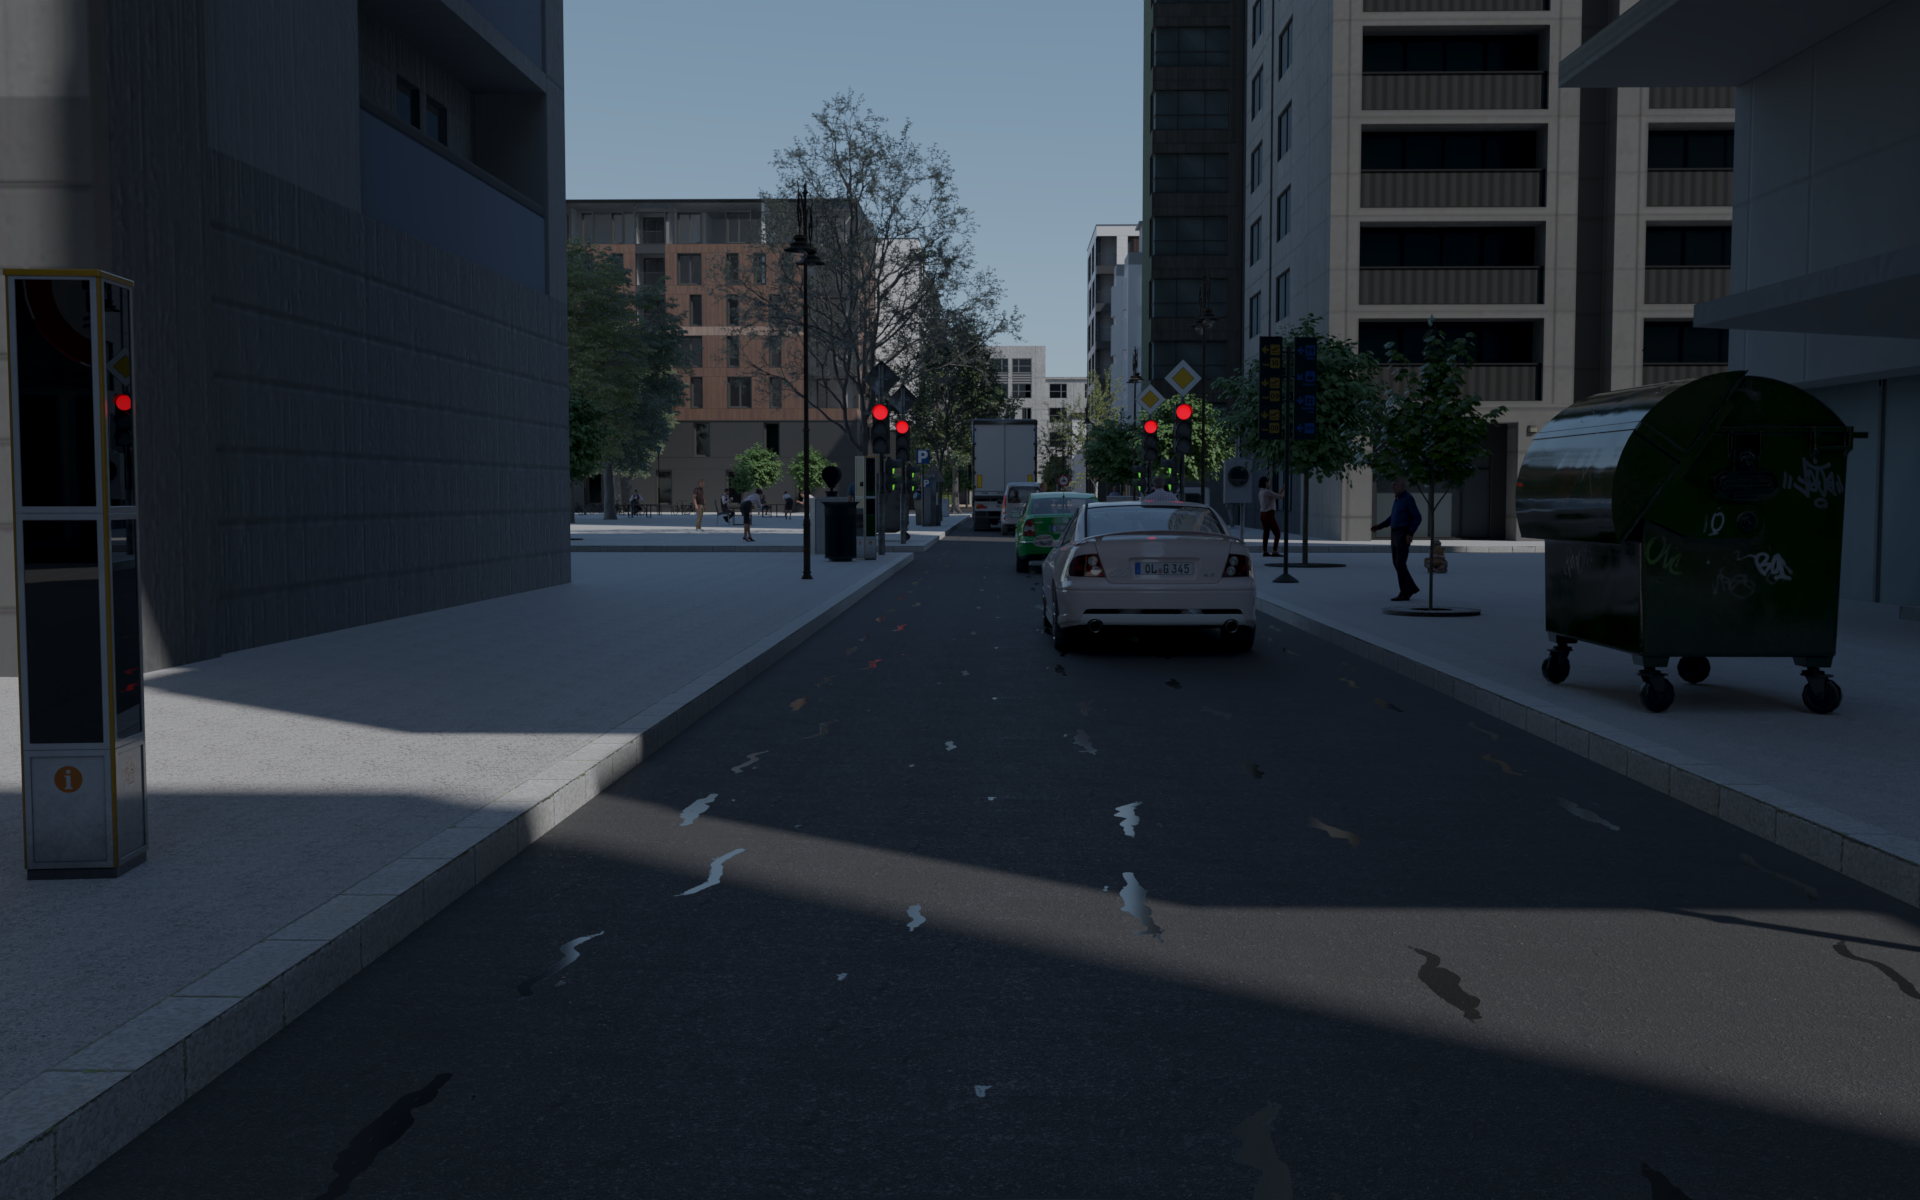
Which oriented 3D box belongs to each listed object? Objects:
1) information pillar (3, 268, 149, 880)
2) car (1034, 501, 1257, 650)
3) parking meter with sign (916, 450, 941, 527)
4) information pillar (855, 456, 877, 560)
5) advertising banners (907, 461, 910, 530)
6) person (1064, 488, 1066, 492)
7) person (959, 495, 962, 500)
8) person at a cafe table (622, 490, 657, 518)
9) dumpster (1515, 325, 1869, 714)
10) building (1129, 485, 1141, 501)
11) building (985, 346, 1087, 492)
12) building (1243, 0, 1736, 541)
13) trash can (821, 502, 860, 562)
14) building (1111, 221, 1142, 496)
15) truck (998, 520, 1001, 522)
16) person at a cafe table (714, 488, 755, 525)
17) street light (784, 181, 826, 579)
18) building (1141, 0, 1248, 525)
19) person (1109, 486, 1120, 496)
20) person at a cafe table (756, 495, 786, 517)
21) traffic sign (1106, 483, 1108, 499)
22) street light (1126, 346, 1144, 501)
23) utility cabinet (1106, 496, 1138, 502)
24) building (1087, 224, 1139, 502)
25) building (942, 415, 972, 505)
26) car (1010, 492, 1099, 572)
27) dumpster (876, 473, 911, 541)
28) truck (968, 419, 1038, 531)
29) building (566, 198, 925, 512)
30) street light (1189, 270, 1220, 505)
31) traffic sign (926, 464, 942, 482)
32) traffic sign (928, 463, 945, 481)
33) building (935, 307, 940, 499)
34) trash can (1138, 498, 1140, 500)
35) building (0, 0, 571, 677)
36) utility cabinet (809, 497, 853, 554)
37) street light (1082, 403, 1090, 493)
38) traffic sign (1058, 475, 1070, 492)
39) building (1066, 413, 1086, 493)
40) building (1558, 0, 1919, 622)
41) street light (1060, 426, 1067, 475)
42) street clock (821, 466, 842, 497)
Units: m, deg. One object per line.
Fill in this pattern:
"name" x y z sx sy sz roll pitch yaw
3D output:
"information pillar" -2.972 -0.083 5.845 0.304 2.012 0.304 0 4 -6
"car" 1.797 -0.303 17.321 2.083 1.381 4.827 0 4 1
"parking meter with sign" -1.205 -4.436 68.790 0.543 3.016 1.738 1 4 17
"information pillar" -1.827 -1.783 33.639 0.304 2.012 0.304 -3 5 -41
"advertising banners" -1.901 -3.960 60.939 0.090 3.025 2.074 0 4 7
"person" 8.344 -7.991 137.256 0.990 1.755 0.434 -1 4 -20
"person" -0.204 -10.056 173.713 1.065 1.426 0.557 2 4 33
"person at a cafe table" -17.537 -5.245 94.262 1.698 1.524 1.622 -2 4 -27
"dumpster" 4.514 -0.512 10.862 1.502 2.255 1.985 0 4 1
"building" 26.740 -25.248 104.685 32.217 40.220 23.993 0 4 1
"building" 17.696 -21.307 214.819 31.486 18.905 16.747 0 4 1
"building" 20.931 -37.715 54.885 20.611 71.187 20.563 0 4 1
"trash can" -2.273 -1.303 32.957 0.748 1.137 0.748 0 3 0
"building" 19.087 -16.462 125.575 16.016 20.091 11.380 0 4 1
"truck" 2.890 -6.513 96.239 2.967 4.110 18.799 0 4 0
"person at a cafe table" -9.326 -3.861 71.646 1.622 1.524 1.698 0 4 -5
"street light" -2.308 -3.252 25.963 0.468 5.910 1.993 0 4 1
"building" 14.975 -18.668 76.919 14.160 30.474 14.107 0 4 1
"person" 5.579 -3.337 62.672 0.516 1.574 0.319 0 4 -5
"person at a cafe table" -10.541 -5.200 95.877 1.726 1.238 1.698 3 5 43
"traffic sign" 6.101 -4.392 71.817 0.884 2.594 0.081 0 4 8
"street light" 5.483 -4.989 54.354 0.468 5.910 1.993 0 4 1
"utility cabinet" 5.396 -2.846 57.702 1.020 1.237 0.306 1 4 8
"building" 24.621 -18.557 147.374 27.936 21.610 32.646 0 4 1
"building" -14.081 -21.352 215.558 31.486 18.905 16.747 0 4 1
"car" 1.942 -1.486 33.095 1.959 1.807 4.718 0 4 2
"dumpster" -1.999 -2.549 47.433 1.264 1.857 1.865 0 4 1
"truck" 1.711 -4.977 70.281 2.839 4.237 11.283 0 4 0
"building" -17.257 -17.884 136.382 27.936 21.610 32.646 0 4 1
"street light" 5.041 -3.857 35.849 0.468 5.910 1.993 0 4 1
"traffic sign" -1.202 -4.590 75.049 0.884 2.594 0.081 0 4 7
"traffic sign" -1.067 -4.438 72.573 0.884 2.594 0.081 0 4 7
"building" -18.531 -20.505 179.230 32.646 21.610 27.936 0 4 1
"trash can" 6.071 -3.074 61.907 0.748 1.137 0.748 0 3 0
"building" -19.736 -29.184 19.158 28.212 58.520 21.231 0 4 1
"utility cabinet" -2.716 -1.590 37.166 1.020 1.237 0.306 -2 4 -32
"street light" 6.317 -6.946 86.361 0.468 5.910 1.993 0 4 1
"traffic sign" 6.860 -7.001 114.570 0.768 2.556 0.104 0 4 7
"building" 15.974 -14.441 178.257 9.099 9.664 28.070 0 4 1
"building" 20.975 -25.678 9.080 28.713 52.752 27.495 0 4 1
"street light" 7.026 -8.876 117.907 0.468 5.910 1.993 0 4 1
"street clock" -3.265 -2.417 44.088 0.471 2.002 0.358 1 4 14
